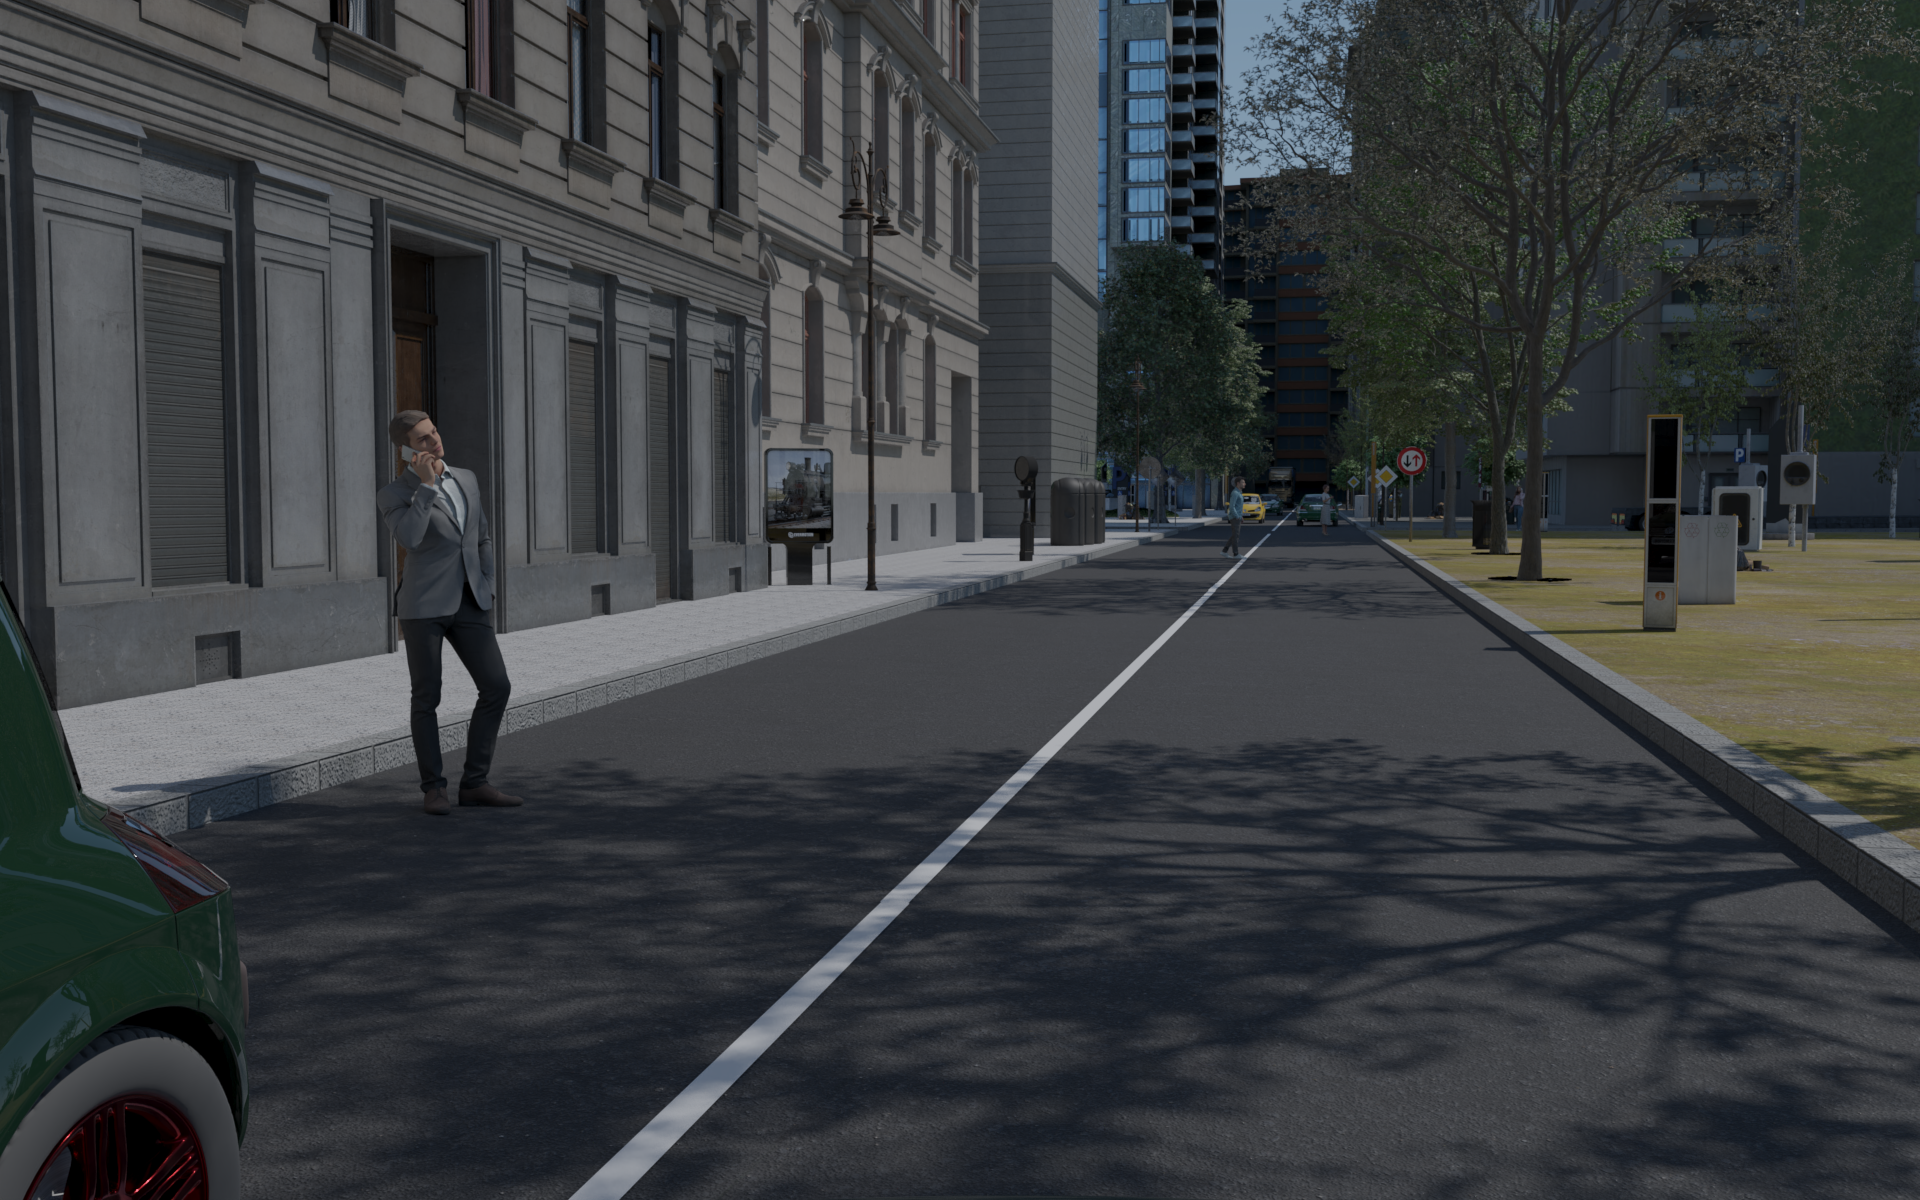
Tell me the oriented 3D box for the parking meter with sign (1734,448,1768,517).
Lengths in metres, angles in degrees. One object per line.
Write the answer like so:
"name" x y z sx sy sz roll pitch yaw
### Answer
"parking meter with sign" 30.215 -4.245 65.663 1.738 3.016 0.543 -1 4 -19

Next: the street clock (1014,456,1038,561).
"street clock" 1.262 -1.743 33.064 0.358 2.002 0.471 -2 4 -35

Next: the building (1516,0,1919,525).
"building" 31.528 -23.776 72.331 14.086 41.232 14.154 1 4 11

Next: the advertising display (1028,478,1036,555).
"advertising display" 1.514 -1.940 36.936 0.123 1.923 0.974 0 4 -3

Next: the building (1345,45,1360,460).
"building" 58.505 -37.219 197.765 28.713 52.752 27.495 1 4 11

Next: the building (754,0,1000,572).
"building" -7.678 -15.234 36.458 14.401 28.519 23.554 1 4 11

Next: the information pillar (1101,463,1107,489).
"information pillar" 10.397 -8.172 124.972 0.504 3.616 0.183 -2 4 -31

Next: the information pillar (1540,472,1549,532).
"information pillar" 19.707 -3.311 58.623 0.304 2.012 0.304 3 5 45

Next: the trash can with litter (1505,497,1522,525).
"trash can with litter" 23.253 -3.749 72.689 1.055 1.170 0.624 -1 4 -10

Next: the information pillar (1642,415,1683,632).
"information pillar" 6.576 -0.717 16.214 0.304 2.012 0.304 1 4 23

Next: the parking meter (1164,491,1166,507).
"parking meter" 12.618 -6.085 107.895 0.372 1.533 0.369 0 3 0

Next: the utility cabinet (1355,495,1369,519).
"utility cabinet" 21.149 -4.900 91.278 0.306 1.237 1.020 -1 4 -14

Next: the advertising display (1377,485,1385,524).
"advertising display" 17.735 -4.148 73.041 0.123 1.923 0.974 0 4 2

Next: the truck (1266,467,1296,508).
"truck" 33.657 -11.754 181.091 2.839 4.237 11.283 1 4 13

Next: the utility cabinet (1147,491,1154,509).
"utility cabinet" 12.757 -6.465 114.389 0.318 1.500 1.173 3 4 39

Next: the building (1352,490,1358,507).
"building" 50.504 -45.020 174.323 20.563 71.187 20.611 1 4 11

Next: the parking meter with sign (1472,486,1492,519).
"parking meter with sign" 27.586 -5.780 90.760 1.738 3.016 0.543 -2 4 -33

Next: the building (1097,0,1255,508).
"building" 19.647 -54.726 207.437 31.000 86.520 22.319 1 4 11

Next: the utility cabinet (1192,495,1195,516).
"utility cabinet" 14.272 -5.665 103.778 0.306 1.237 1.020 2 4 34

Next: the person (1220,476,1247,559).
"person" 6.085 -1.835 38.516 0.620 1.820 0.660 1 4 13

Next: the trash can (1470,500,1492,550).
"trash can" 12.212 -1.746 40.207 0.748 1.137 0.748 0 3 0

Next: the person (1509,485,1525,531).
"person" 20.795 -3.388 64.489 0.643 1.750 0.593 -3 5 -40

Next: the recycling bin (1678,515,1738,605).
"recycling bin" 8.660 -0.481 20.421 0.722 1.027 0.722 0 4 1

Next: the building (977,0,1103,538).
"building" -10.690 -17.140 57.736 29.804 29.767 11.434 1 4 11

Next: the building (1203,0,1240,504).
"building" 19.755 -45.674 185.026 20.563 71.187 20.611 1 4 11

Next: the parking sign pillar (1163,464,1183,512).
"parking sign pillar" 15.611 -8.471 126.981 1.447 3.967 1.447 0 3 0

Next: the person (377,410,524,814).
"person" -2.308 0.052 7.834 0.592 1.802 0.473 -2 4 -35

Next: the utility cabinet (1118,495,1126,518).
"utility cabinet" 8.564 -4.921 91.628 0.306 1.237 1.020 1 4 15

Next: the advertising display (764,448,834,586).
"advertising display" -2.261 -1.169 24.321 0.974 1.923 0.123 -1 4 -17

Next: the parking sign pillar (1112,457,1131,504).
"parking sign pillar" 11.498 -8.254 123.433 1.447 3.967 1.447 2 4 35

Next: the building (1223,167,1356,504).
"building" 45.885 -35.530 235.543 28.867 44.769 22.147 1 4 11

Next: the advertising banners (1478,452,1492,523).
"advertising banners" 22.026 -4.676 72.641 0.090 3.025 2.074 2 4 34

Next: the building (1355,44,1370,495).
"building" 43.738 -31.108 158.730 14.600 45.320 14.200 1 4 11

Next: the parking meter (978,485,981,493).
"parking meter" 0.419 -2.539 49.926 0.372 1.533 0.369 0 3 0

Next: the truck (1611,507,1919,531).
"truck" 32.549 -4.277 59.690 18.799 4.110 2.967 1 4 10

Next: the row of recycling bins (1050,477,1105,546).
"row of recycling bins" 3.073 -2.273 44.281 1.069 1.692 3.534 1 4 16

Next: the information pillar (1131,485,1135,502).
"information pillar" 13.765 -8.187 138.351 0.304 2.012 0.304 0 4 -7

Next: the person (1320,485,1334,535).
"person" 12.763 -3.119 60.060 0.524 1.755 0.480 2 4 33

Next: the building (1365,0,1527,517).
"building" 31.877 -20.374 104.818 14.160 30.474 14.107 1 4 11

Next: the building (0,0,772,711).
"building" -8.982 -10.157 15.217 9.793 20.994 18.267 1 4 11

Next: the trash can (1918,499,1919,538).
"trash can" 26.974 -2.226 48.048 0.748 1.137 0.748 0 3 0

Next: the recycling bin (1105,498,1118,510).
"recycling bin" 9.355 -5.834 107.947 0.722 1.027 0.722 -2 4 -33

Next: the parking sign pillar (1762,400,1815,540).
"parking sign pillar" 23.339 -3.691 48.821 1.447 3.967 1.447 0 4 -7
